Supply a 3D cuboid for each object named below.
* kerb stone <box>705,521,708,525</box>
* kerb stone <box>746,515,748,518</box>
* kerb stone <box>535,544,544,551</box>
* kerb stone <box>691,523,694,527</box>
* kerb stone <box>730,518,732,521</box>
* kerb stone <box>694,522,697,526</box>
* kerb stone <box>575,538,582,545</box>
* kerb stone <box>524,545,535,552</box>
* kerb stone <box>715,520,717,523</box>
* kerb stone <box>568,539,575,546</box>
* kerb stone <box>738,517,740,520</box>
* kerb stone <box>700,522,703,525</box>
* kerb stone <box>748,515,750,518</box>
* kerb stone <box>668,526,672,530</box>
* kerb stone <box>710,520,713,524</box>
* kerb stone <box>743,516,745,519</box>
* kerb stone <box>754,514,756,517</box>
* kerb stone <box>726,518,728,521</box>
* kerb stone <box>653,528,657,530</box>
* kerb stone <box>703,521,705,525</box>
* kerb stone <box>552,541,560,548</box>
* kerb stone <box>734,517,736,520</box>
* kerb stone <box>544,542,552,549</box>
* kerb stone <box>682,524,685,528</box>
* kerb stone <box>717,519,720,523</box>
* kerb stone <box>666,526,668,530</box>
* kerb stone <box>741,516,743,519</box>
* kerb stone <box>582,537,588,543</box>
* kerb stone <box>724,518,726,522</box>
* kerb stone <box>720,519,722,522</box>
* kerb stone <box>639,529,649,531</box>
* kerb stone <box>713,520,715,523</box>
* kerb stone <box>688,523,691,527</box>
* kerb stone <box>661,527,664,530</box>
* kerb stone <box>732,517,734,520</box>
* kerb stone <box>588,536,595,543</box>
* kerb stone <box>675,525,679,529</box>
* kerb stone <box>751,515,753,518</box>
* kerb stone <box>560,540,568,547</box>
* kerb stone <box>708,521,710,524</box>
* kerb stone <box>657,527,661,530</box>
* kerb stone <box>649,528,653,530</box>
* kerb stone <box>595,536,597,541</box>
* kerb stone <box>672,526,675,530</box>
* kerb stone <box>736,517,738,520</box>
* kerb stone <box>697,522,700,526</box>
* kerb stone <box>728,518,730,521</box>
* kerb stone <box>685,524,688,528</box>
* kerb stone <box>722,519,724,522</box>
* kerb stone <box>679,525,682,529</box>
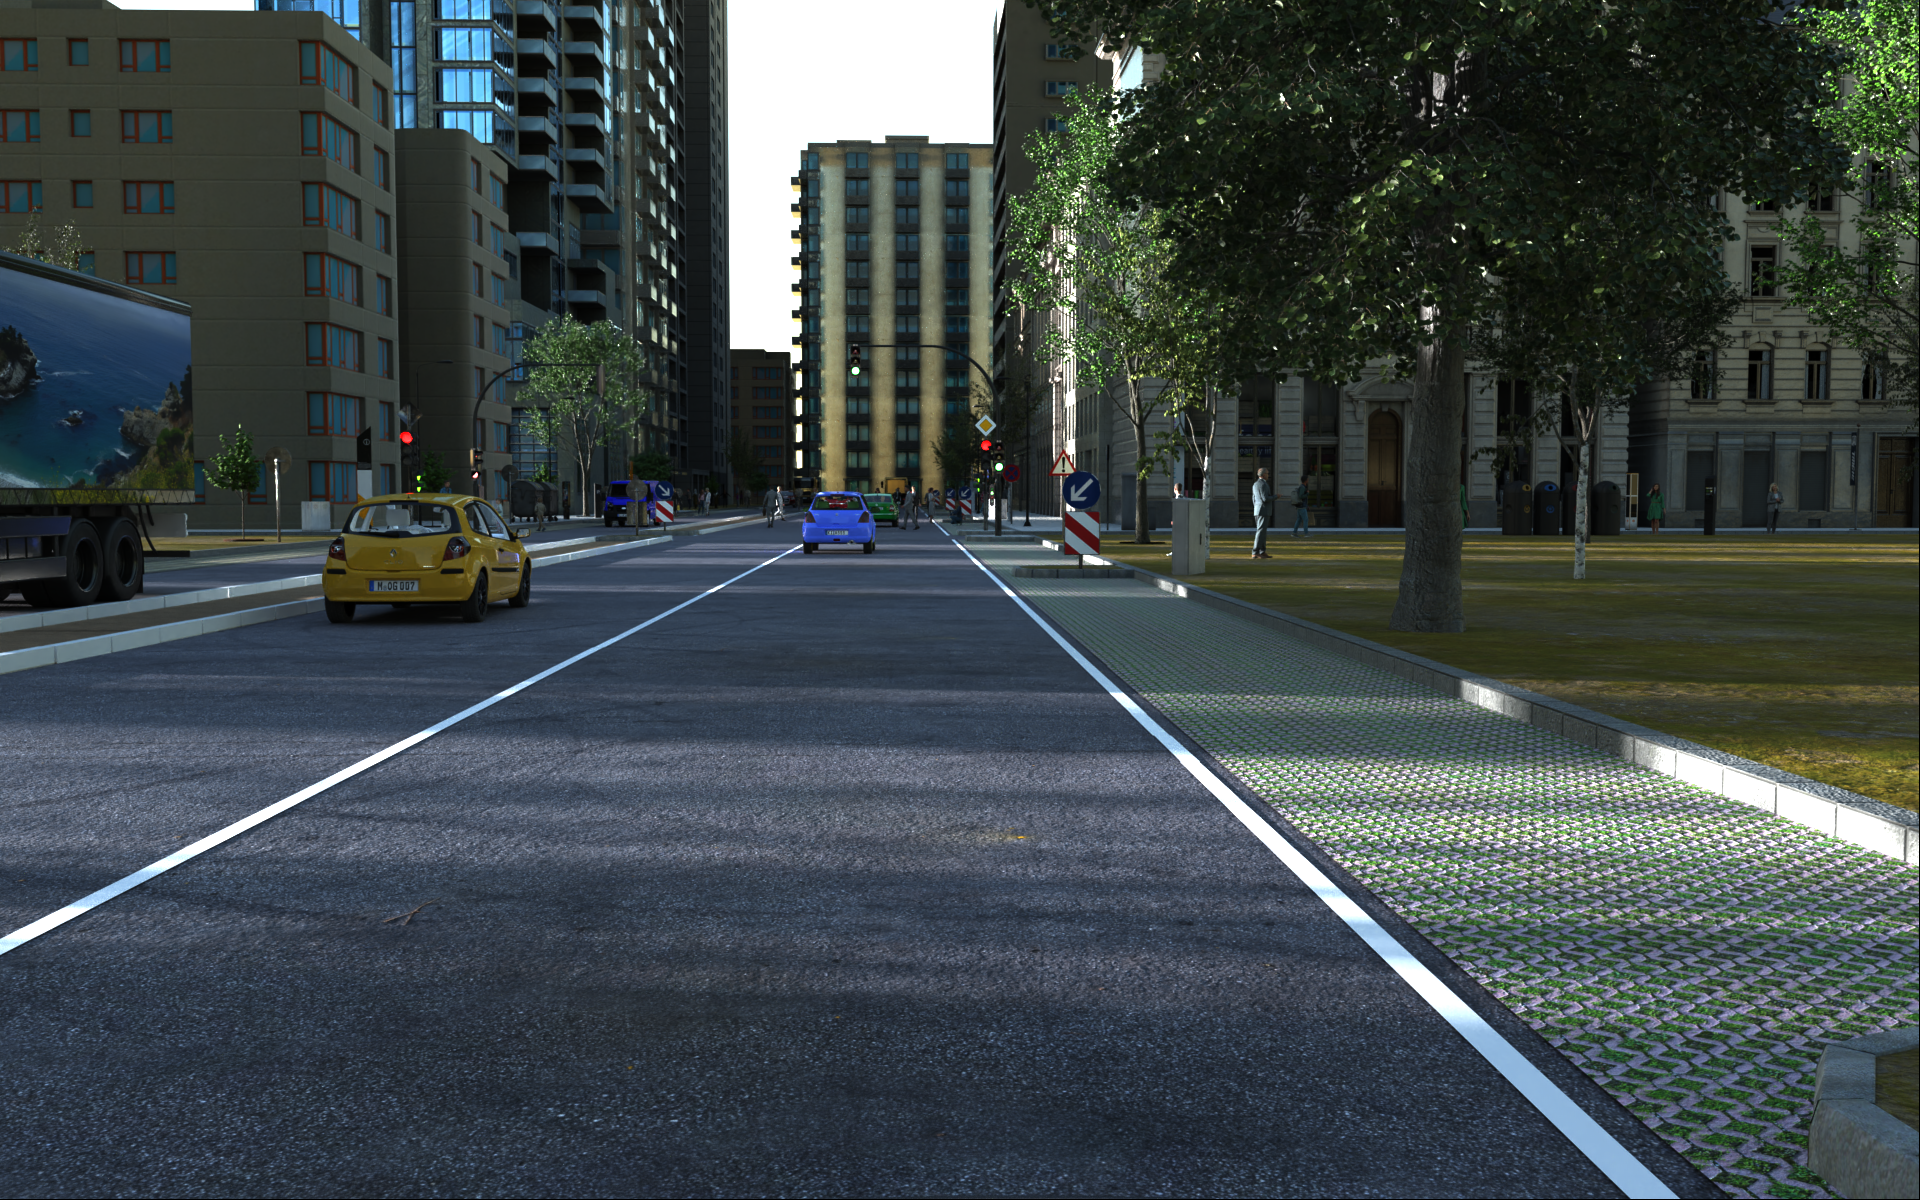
[{"bbox_3d":[-11.908,-3.546,80.166,0.120,0.150,1.000,0,4,-2],"label":"kerb stone"},{"bbox_3d":[-12.563,-4.798,100.639,0.120,0.150,1.000,0,4,-2],"label":"kerb stone"},{"bbox_3d":[-10.726,-1.317,43.725,0.120,0.150,1.000,0,4,-2],"label":"kerb stone"},{"bbox_3d":[-11.740,-3.231,75.026,0.120,0.150,1.000,0,4,-2],"label":"kerb stone"},{"bbox_3d":[-12.279,-4.235,91.431,0.120,0.150,1.000,0,4,-2],"label":"kerb stone"},{"bbox_3d":[-11.776,-3.293,76.057,0.120,0.150,1.000,0,4,-2],"label":"kerb stone"},{"bbox_3d":[-10.892,-1.630,48.843,0.120,0.150,1.000,0,4,-2],"label":"kerb stone"},{"bbox_3d":[-10.695,-1.254,42.692,0.120,0.150,1.000,0,4,-2],"label":"kerb stone"},{"bbox_3d":[-12.040,-3.796,84.257,0.120,0.150,1.000,0,4,-2],"label":"kerb stone"},{"bbox_3d":[-10.862,-1.567,47.821,0.120,0.150,1.000,0,4,-2],"label":"kerb stone"},{"bbox_3d":[-12.405,-4.485,95.525,0.120,0.150,1.000,0,4,-2],"label":"kerb stone"},{"bbox_3d":[-11.834,-3.420,78.114,0.120,0.150,1.000,0,4,-2],"label":"kerb stone"},{"bbox_3d":[-12.605,-4.858,101.668,0.120,0.150,1.000,0,4,-2],"label":"kerb stone"},{"bbox_3d":[-11.513,-2.790,67.855,0.120,0.150,1.000,0,4,-2],"label":"kerb stone"},{"bbox_3d":[-11.981,-3.671,82.209,0.120,0.150,1.000,0,4,-2],"label":"kerb stone"},{"bbox_3d":[-12.507,-4.671,98.591,0.120,0.150,1.000,0,4,-2],"label":"kerb stone"},{"bbox_3d":[-12.734,-5.112,105.768,0.120,0.150,1.000,0,4,-2],"label":"kerb stone"},{"bbox_3d":[-12.209,-4.108,89.371,0.120,0.150,1.000,0,4,-2],"label":"kerb stone"},{"bbox_3d":[-11.374,-2.542,63.755,0.120,0.150,1.000,0,4,-2],"label":"kerb stone"},{"bbox_3d":[-11.867,-3.483,79.136,0.120,0.150,1.000,0,4,-2],"label":"kerb stone"},{"bbox_3d":[-10.800,-1.442,45.778,0.120,0.150,1.000,0,4,-2],"label":"kerb stone"},{"bbox_3d":[-12.335,-4.360,93.480,0.120,0.150,1.000,0,4,-2],"label":"kerb stone"},{"bbox_3d":[-10.764,-1.376,44.751,0.120,0.150,1.000,0,4,-2],"label":"kerb stone"},{"bbox_3d":[-11.642,-3.043,71.954,0.120,0.150,1.000,0,4,-2],"label":"kerb stone"},{"bbox_3d":[-12.072,-3.858,85.281,0.120,0.150,1.000,0,4,-2],"label":"kerb stone"},{"bbox_3d":[-11.479,-2.725,66.829,0.120,0.150,1.000,0,4,-2],"label":"kerb stone"},{"bbox_3d":[-12.468,-4.610,97.569,0.120,0.150,1.000,0,4,-2],"label":"kerb stone"},{"bbox_3d":[-10.930,-1.692,49.865,0.120,0.150,1.000,0,4,-2],"label":"kerb stone"},{"bbox_3d":[-12.171,-4.046,88.346,0.120,0.150,1.000,0,4,-2],"label":"kerb stone"},{"bbox_3d":[-12.104,-3.921,86.303,0.120,0.150,1.000,0,4,-2],"label":"kerb stone"},{"bbox_3d":[-11.308,-2.416,61.696,0.120,0.150,1.000,0,4,-2],"label":"kerb stone"},{"bbox_3d":[-12.007,-3.733,83.236,0.120,0.150,1.000,0,4,-2],"label":"kerb stone"},{"bbox_3d":[-11.706,-3.169,74.004,0.120,0.150,1.000,0,4,-2],"label":"kerb stone"},{"bbox_3d":[-11.443,-2.667,65.806,0.120,0.150,1.000,0,4,-2],"label":"kerb stone"},{"bbox_3d":[-12.304,-4.292,92.458,0.120,0.150,1.000,0,4,-2],"label":"kerb stone"},{"bbox_3d":[-10.961,-1.755,50.887,0.120,0.150,1.000,0,4,-2],"label":"kerb stone"},{"bbox_3d":[-11.581,-2.918,69.900,0.120,0.150,1.000,0,4,-2],"label":"kerb stone"},{"bbox_3d":[-12.668,-4.986,103.725,0.120,0.150,1.000,0,4,-2],"label":"kerb stone"},{"bbox_3d":[-10.830,-1.500,46.800,0.120,0.150,1.000,0,4,-2],"label":"kerb stone"},{"bbox_3d":[-11.947,-3.608,81.187,0.120,0.150,1.000,0,4,-2],"label":"kerb stone"},{"bbox_3d":[-11.412,-2.605,64.784,0.120,0.150,1.000,0,4,-2],"label":"kerb stone"},{"bbox_3d":[-11.349,-2.475,62.731,0.120,0.150,1.000,0,4,-2],"label":"kerb stone"},{"bbox_3d":[-10.997,-1.817,51.910,0.120,0.150,1.000,0,4,-2],"label":"kerb stone"},{"bbox_3d":[-11.544,-2.855,68.876,0.120,0.150,1.000,0,4,-2],"label":"kerb stone"},{"bbox_3d":[-12.374,-4.421,94.502,0.120,0.150,1.000,0,4,-2],"label":"kerb stone"},{"bbox_3d":[-11.812,-3.357,77.078,0.120,0.150,1.000,0,4,-2],"label":"kerb stone"},{"bbox_3d":[-12.233,-4.172,90.410,0.120,0.150,1.000,0,4,-2],"label":"kerb stone"},{"bbox_3d":[-11.677,-3.106,72.980,0.120,0.150,1.000,0,4,-2],"label":"kerb stone"},{"bbox_3d":[-12.137,-3.976,87.325,0.120,0.150,1.000,0,4,-2],"label":"kerb stone"},{"bbox_3d":[-11.611,-2.978,70.922,0.120,0.150,1.000,0,4,-2],"label":"kerb stone"}]
